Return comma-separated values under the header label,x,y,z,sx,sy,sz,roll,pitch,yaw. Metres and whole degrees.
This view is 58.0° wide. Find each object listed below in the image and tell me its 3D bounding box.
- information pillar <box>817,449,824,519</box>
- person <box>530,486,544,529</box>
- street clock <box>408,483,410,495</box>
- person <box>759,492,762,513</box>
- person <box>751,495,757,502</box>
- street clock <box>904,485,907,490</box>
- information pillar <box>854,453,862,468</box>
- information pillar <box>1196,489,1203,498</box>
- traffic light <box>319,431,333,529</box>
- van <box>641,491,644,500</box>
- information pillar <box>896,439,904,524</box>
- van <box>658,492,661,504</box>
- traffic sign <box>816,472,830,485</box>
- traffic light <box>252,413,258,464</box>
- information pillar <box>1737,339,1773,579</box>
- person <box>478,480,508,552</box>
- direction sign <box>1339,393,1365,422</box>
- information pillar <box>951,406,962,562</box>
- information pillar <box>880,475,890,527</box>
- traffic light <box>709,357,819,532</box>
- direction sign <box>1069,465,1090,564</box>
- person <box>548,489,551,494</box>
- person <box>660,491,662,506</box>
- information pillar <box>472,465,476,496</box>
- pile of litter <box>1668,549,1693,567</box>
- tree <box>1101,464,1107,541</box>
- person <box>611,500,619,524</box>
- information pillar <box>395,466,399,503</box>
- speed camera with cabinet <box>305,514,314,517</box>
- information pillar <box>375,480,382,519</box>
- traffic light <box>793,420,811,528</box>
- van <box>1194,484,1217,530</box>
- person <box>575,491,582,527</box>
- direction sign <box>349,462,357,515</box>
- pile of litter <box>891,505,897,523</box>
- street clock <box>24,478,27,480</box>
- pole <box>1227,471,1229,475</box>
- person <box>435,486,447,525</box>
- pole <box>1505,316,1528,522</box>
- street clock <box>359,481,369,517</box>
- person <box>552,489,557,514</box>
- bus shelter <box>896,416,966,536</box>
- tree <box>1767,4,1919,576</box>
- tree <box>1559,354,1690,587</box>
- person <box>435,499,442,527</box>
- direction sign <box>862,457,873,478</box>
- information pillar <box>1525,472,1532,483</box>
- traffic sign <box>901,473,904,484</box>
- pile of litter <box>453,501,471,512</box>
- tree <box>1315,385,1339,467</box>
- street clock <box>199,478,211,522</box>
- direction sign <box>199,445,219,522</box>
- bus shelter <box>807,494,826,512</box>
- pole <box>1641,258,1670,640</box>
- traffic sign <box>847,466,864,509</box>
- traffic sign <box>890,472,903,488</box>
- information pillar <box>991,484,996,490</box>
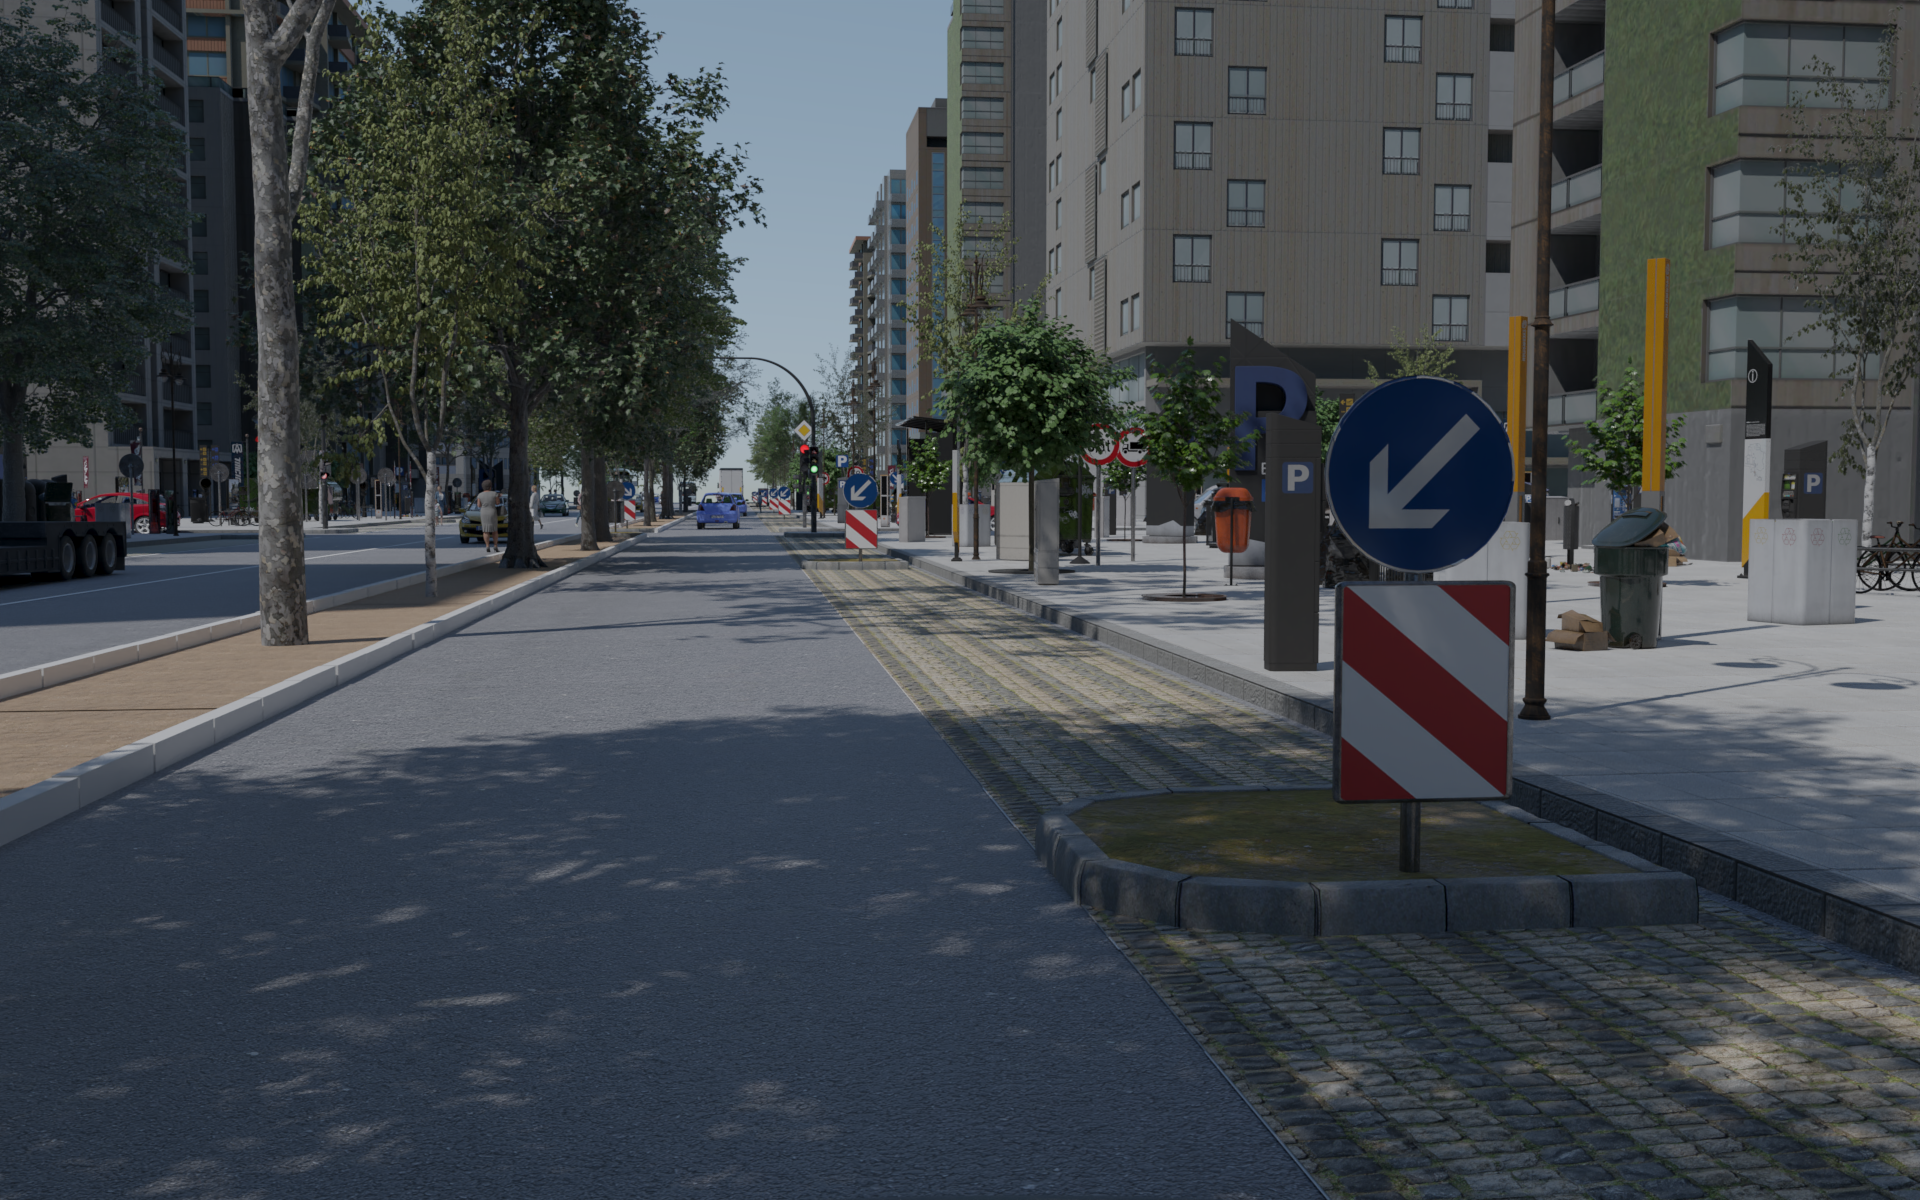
label,x,y,z,sx,sy,sz,roll,pitch,yaw
information pillar,-7.248,-6.023,89.832,0.183,3.616,0.504,1,4,21
person,-17.251,-3.759,70.315,0.624,1.780,0.694,2,4,25
street clock,-36.321,-6.675,113.707,0.358,2.002,0.471,2,4,31
person,-14.580,-7.101,126.412,0.330,1.601,0.589,0,4,2
person,-34.172,-17.082,287.744,1.348,1.831,0.705,2,4,31
street clock,-4.292,-8.227,139.089,0.358,2.002,0.471,2,4,29
information pillar,-5.403,-6.089,90.914,0.504,3.616,0.183,2,4,26
information pillar,11.281,-4.715,81.580,0.304,2.012,0.304,1,4,23
traffic light,-21.229,-5.452,63.814,4.771,5.953,1.251,0,4,-7
van,-41.867,-13.736,231.592,2.013,2.044,4.112,-1,4,-8
information pillar,-2.596,-5.038,73.733,0.183,3.616,0.504,-1,4,-14
van,-42.698,-14.899,250.617,2.013,2.044,4.112,0,4,-8
traffic sign,-7.874,-6.090,99.676,0.768,2.556,0.104,0,4,-4
traffic light,-22.282,-4.078,55.595,0.839,4.253,0.868,0,4,-7
information pillar,11.996,-2.124,26.083,0.183,3.616,0.504,-1,4,-13
person,-11.498,-2.067,42.656,0.716,1.782,0.532,0,4,-8
direction sign,8.953,-2.873,38.965,0.876,3.537,0.379,2,4,25
information pillar,-0.072,-2.539,32.875,0.183,3.616,0.504,0,4,6
information pillar,-2.875,-3.802,66.651,0.304,2.012,0.304,1,4,14
traffic light,-6.977,-5.061,57.414,4.771,5.953,1.251,0,4,-7
direction sign,2.206,-2.433,31.783,0.379,3.537,0.876,3,5,40
person,-30.752,-7.372,129.306,0.573,1.790,0.520,-2,4,-31
person,-36.095,-12.315,209.944,0.705,1.812,1.348,1,4,8
information pillar,-38.647,-8.944,137.589,0.183,3.616,0.504,1,4,12
pile of litter,12.498,-1.044,31.040,1.719,0.858,1.176,-1,4,-22
tree,4.447,-3.223,47.293,1.663,3.219,1.824,0,3,0
person,-16.205,-4.419,81.430,0.731,1.740,0.598,2,4,24
information pillar,-44.443,-8.907,136.985,0.183,3.616,0.504,2,4,35
speed camera with cabinet,-37.004,-6.369,98.469,0.660,3.252,2.038,-1,4,-14
information pillar,-30.338,-5.253,90.376,0.304,2.012,0.304,-1,4,-13
traffic light,-5.924,-4.698,65.740,0.839,4.253,0.868,0,4,-7
van,9.543,-3.465,63.670,4.112,2.044,2.013,0,4,-6
person,-16.499,-4.067,75.592,0.643,1.750,0.593,3,5,42
direction sign,-37.992,-7.120,108.402,0.876,3.537,0.379,2,4,32
pile of litter,-2.449,-3.874,77.298,1.176,0.858,1.719,3,4,36
street clock,-41.934,-4.468,77.626,0.358,2.002,0.471,-2,4,-34
pole,11.712,-4.983,75.319,0.158,3.312,0.155,0,3,0
person,-23.877,-4.344,79.551,0.581,1.822,0.654,-1,4,-17
pole,6.415,-1.599,19.990,0.158,3.312,0.155,0,3,0
street clock,-32.645,-5.524,94.894,0.471,2.002,0.358,1,4,19
person,-29.609,-7.229,126.925,0.641,1.798,0.478,-1,4,-16
bus shelter,-0.915,-3.912,55.242,1.731,3.624,6.357,0,4,-7
tree,14.549,-4.696,27.135,4.360,8.622,3.978,0,3,0
tree,9.158,-1.800,24.037,1.663,3.219,1.824,0,3,0
person,-23.046,-3.844,76.358,0.505,1.210,0.382,1,4,12
direction sign,-5.680,-7.020,106.774,0.876,3.537,0.379,1,4,20
information pillar,18.558,-3.207,56.920,0.304,2.012,0.304,-1,4,-16
traffic sign,-3.651,-6.224,101.876,0.768,2.556,0.104,0,4,-3
pile of litter,-35.981,-6.763,124.540,1.719,0.858,1.176,0,4,-2
tree,10.186,-4.053,49.973,4.285,4.588,4.351,0,3,0
street clock,-34.155,-4.517,78.431,0.471,2.002,0.358,-3,4,-37
direction sign,-34.729,-5.394,80.196,0.876,3.537,0.379,0,4,-2
bus shelter,-10.582,-8.176,124.963,1.731,3.624,6.357,0,4,-7
pole,6.063,-1.302,15.125,0.158,3.312,0.155,0,3,0
traffic sign,-4.672,-4.741,77.626,0.768,2.556,0.104,0,4,-3
traffic sign,-3.617,-6.018,98.497,0.768,2.556,0.104,0,4,1
information pillar,2.383,-7.077,120.205,0.304,2.012,0.304,2,4,31
